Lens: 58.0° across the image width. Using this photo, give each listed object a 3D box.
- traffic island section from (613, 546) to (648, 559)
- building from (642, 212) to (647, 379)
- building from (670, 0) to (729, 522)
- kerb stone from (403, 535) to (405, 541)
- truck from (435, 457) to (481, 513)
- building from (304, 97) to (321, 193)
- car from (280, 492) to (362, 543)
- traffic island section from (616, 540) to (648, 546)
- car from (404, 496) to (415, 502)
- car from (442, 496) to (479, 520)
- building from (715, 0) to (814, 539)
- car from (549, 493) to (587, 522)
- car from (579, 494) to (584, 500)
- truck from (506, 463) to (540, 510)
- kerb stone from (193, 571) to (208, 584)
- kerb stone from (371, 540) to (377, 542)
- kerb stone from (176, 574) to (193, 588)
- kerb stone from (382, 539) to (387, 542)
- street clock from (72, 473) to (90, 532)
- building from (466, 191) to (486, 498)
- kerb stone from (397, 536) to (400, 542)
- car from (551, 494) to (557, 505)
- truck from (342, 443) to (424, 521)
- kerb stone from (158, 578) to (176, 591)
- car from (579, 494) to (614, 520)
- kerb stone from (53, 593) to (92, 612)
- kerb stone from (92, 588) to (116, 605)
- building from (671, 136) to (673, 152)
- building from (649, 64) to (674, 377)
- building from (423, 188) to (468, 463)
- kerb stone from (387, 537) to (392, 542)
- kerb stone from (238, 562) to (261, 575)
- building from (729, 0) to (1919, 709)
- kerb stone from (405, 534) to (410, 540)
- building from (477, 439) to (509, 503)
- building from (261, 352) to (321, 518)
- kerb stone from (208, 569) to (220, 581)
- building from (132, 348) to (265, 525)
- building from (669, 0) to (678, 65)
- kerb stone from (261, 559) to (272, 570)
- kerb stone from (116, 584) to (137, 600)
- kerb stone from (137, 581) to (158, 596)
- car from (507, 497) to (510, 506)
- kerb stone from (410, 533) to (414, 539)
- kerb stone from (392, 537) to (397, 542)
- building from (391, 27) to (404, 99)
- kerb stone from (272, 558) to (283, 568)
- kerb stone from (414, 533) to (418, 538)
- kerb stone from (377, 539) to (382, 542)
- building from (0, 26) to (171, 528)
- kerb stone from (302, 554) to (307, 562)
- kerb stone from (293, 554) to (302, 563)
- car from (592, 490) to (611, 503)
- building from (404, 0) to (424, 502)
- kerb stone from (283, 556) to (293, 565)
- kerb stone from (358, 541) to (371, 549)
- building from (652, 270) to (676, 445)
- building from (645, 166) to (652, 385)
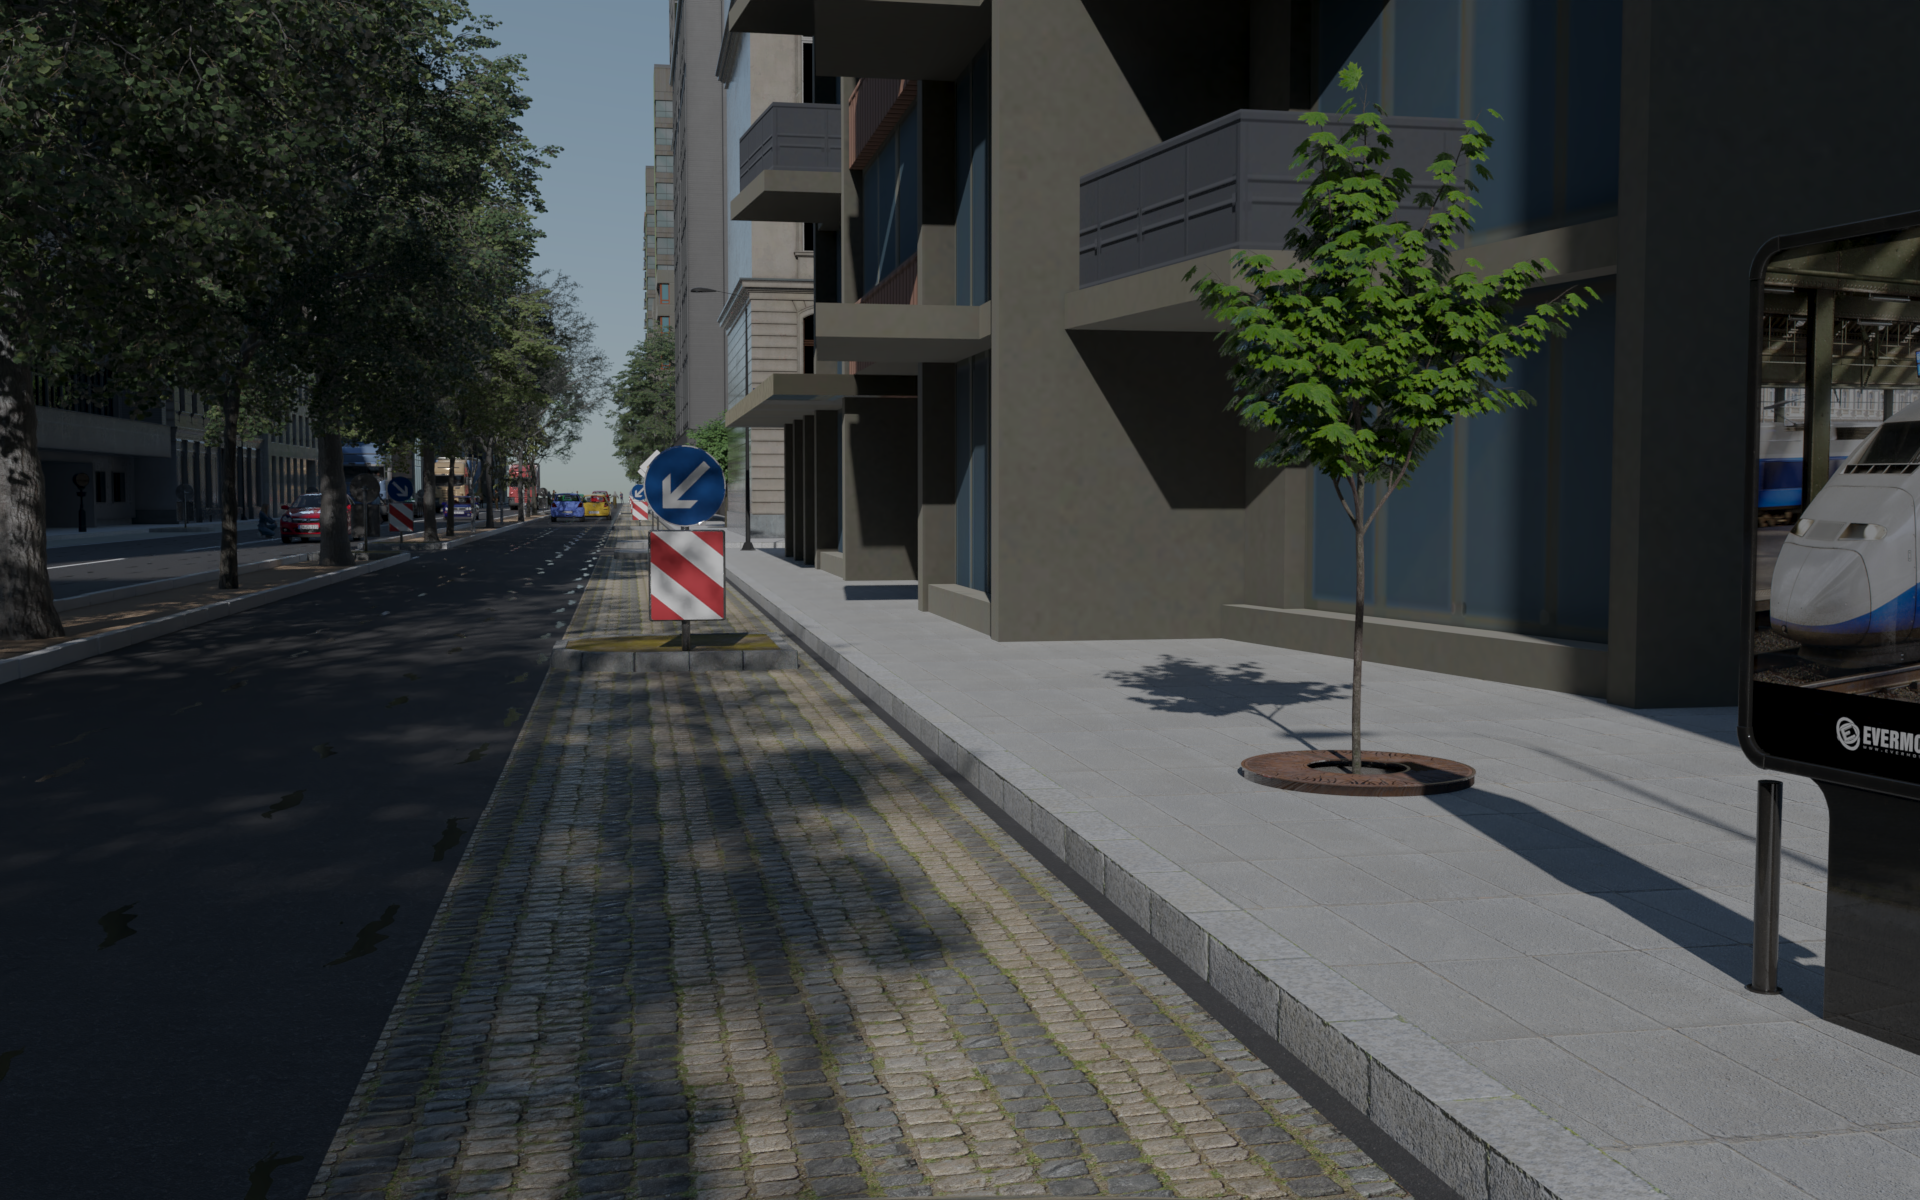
[{"bbox_3d":[-6.799,-1.031,39.141,2.009,0.180,2.903,-1,4,-11],"label":"traffic island section"},{"bbox_3d":[-36.997,-37.300,264.472,22.147,44.769,28.867,-1,4,-11],"label":"building"},{"bbox_3d":[-7.000,-17.959,87.143,14.314,27.812,24.014,-1,4,-11],"label":"building"},{"bbox_3d":[-16.961,-1.844,52.339,0.120,0.150,1.000,-1,4,-11],"label":"kerb stone"},{"bbox_3d":[-38.779,-8.843,133.488,2.839,4.237,11.283,-1,4,-9],"label":"truck"},{"bbox_3d":[-59.916,-26.537,125.759,32.217,40.220,23.993,-1,4,-11],"label":"building"},{"bbox_3d":[-19.227,-2.639,52.184,2.155,1.783,4.494,-1,4,-10],"label":"car"},{"bbox_3d":[-8.303,-1.511,46.984,2.009,0.180,2.903,-1,4,-11],"label":"traffic island section"},{"bbox_3d":[-40.867,-7.212,126.704,1.959,1.807,4.718,-1,4,-13],"label":"car"},{"bbox_3d":[-27.530,-5.077,95.584,1.945,1.354,3.894,-1,4,-12],"label":"car"},{"bbox_3d":[9.625,-14.574,57.362,34.723,24.649,14.460,-1,4,-11],"label":"building"},{"bbox_3d":[-20.349,-4.912,89.900,1.945,1.707,3.694,-1,4,-12],"label":"car"},{"bbox_3d":[-25.227,-6.390,113.271,1.959,1.807,4.718,-1,4,-10],"label":"car"},{"bbox_3d":[-39.363,-10.256,156.604,2.839,4.237,11.283,-1,4,-12],"label":"truck"},{"bbox_3d":[-12.223,-0.333,27.642,0.120,0.150,1.000,-1,4,-11],"label":"kerb stone"},{"bbox_3d":[-15.801,-1.465,46.298,0.120,0.150,1.000,-1,4,-11],"label":"kerb stone"},{"bbox_3d":[-12.024,-0.264,26.640,0.120,0.150,1.000,-1,4,-11],"label":"kerb stone"},{"bbox_3d":[-16.184,-1.597,48.309,0.120,0.150,1.000,-1,4,-11],"label":"kerb stone"},{"bbox_3d":[-29.592,-3.289,58.350,0.358,2.002,0.471,3,4,37],"label":"street clock"},{"bbox_3d":[-73.724,-34.899,225.218,22.147,44.769,28.867,-1,4,-11],"label":"building"},{"bbox_3d":[-16.769,-1.782,51.332,0.120,0.150,1.000,-1,4,-11],"label":"kerb stone"},{"bbox_3d":[-51.933,-13.099,223.754,1.945,1.707,3.694,-1,4,-11],"label":"car"},{"bbox_3d":[-32.257,-6.544,96.759,2.967,4.110,18.799,-1,4,-11],"label":"truck"},{"bbox_3d":[-11.838,-0.209,25.634,0.120,0.150,1.000,-1,4,-11],"label":"kerb stone"},{"bbox_3d":[-20.261,-5.257,96.179,2.015,1.641,3.980,-1,4,-10],"label":"car"},{"bbox_3d":[-11.074,0.048,21.601,0.120,0.150,1.000,-1,4,-11],"label":"kerb stone"},{"bbox_3d":[-11.261,-0.025,22.606,0.120,0.150,1.000,-1,4,-11],"label":"kerb stone"},{"bbox_3d":[-10.985,-19.764,110.529,14.401,28.519,23.554,-1,4,-11],"label":"building"},{"bbox_3d":[-22.722,-29.728,169.641,14.154,41.232,14.086,-1,4,-11],"label":"building"},{"bbox_3d":[-66.156,-33.915,204.614,14.600,45.320,14.200,-1,4,-11],"label":"building"},{"bbox_3d":[-16.378,-1.656,49.320,0.120,0.150,1.000,-1,4,-11],"label":"kerb stone"},{"bbox_3d":[-12.998,-0.579,31.663,0.120,0.150,1.000,-1,4,-11],"label":"kerb stone"},{"bbox_3d":[8.216,-22.567,23.593,22.147,44.769,28.867,-1,4,-11],"label":"building"},{"bbox_3d":[-17.152,-1.905,53.353,0.120,0.150,1.000,-1,4,-11],"label":"kerb stone"},{"bbox_3d":[-81.511,-25.010,253.945,27.650,21.520,28.899,-1,4,-11],"label":"building"},{"bbox_3d":[-42.946,-14.858,97.681,10.420,20.320,16.860,-1,4,-11],"label":"building"},{"bbox_3d":[-12.411,-0.395,28.647,0.120,0.150,1.000,-1,4,-11],"label":"kerb stone"},{"bbox_3d":[-39.314,-14.150,80.505,9.793,20.994,18.267,-1,4,-11],"label":"building"},{"bbox_3d":[-22.770,-45.755,186.347,20.563,71.187,20.611,-1,4,-11],"label":"building"},{"bbox_3d":[-13.189,-0.641,32.671,0.120,0.150,1.000,-1,4,-11],"label":"kerb stone"},{"bbox_3d":[-11.454,-0.086,23.610,0.120,0.150,1.000,-1,4,-11],"label":"kerb stone"},{"bbox_3d":[-11.643,-0.148,24.621,0.120,0.150,1.000,-1,4,-11],"label":"kerb stone"},{"bbox_3d":[-53.397,-12.209,208.653,2.155,1.783,4.494,-1,4,-11],"label":"car"},{"bbox_3d":[-17.346,-1.967,54.356,0.120,0.150,1.000,-1,4,-11],"label":"kerb stone"},{"bbox_3d":[-16.571,-1.717,50.324,0.120,0.150,1.000,-1,4,-11],"label":"kerb stone"},{"bbox_3d":[-54.747,-30.357,146.451,14.600,45.320,14.200,-1,4,-11],"label":"building"},{"bbox_3d":[-13.387,-0.703,33.690,0.120,0.150,1.000,-1,4,-11],"label":"kerb stone"},{"bbox_3d":[-17.534,-2.026,55.367,0.120,0.150,1.000,-1,4,-11],"label":"kerb stone"},{"bbox_3d":[-15.996,-1.531,47.305,0.120,0.150,1.000,-1,4,-11],"label":"kerb stone"},{"bbox_3d":[-37.160,-14.507,56.250,14.314,24.678,30.058,-1,4,-11],"label":"building"},{"bbox_3d":[-13.961,-0.888,36.711,0.120,0.150,1.000,-1,4,-11],"label":"kerb stone"},{"bbox_3d":[-13.776,-0.826,35.702,0.120,0.150,1.000,-1,4,-11],"label":"kerb stone"},{"bbox_3d":[-37.270,-10.439,179.343,2.281,1.827,5.304,-1,4,-12],"label":"car"},{"bbox_3d":[-63.100,-52.240,166.799,22.319,86.520,31.000,-1,4,-11],"label":"building"},{"bbox_3d":[-13.580,-0.761,34.694,0.120,0.150,1.000,-1,4,-11],"label":"kerb stone"},{"bbox_3d":[-15.612,-1.412,45.290,0.120,0.150,1.000,-1,4,-11],"label":"kerb stone"},{"bbox_3d":[-12.424,-18.675,150.368,27.650,21.520,28.899,-1,4,-11],"label":"building"},{"bbox_3d":[-32.511,-32.761,219.229,14.154,41.232,14.086,-1,4,-11],"label":"building"}]
